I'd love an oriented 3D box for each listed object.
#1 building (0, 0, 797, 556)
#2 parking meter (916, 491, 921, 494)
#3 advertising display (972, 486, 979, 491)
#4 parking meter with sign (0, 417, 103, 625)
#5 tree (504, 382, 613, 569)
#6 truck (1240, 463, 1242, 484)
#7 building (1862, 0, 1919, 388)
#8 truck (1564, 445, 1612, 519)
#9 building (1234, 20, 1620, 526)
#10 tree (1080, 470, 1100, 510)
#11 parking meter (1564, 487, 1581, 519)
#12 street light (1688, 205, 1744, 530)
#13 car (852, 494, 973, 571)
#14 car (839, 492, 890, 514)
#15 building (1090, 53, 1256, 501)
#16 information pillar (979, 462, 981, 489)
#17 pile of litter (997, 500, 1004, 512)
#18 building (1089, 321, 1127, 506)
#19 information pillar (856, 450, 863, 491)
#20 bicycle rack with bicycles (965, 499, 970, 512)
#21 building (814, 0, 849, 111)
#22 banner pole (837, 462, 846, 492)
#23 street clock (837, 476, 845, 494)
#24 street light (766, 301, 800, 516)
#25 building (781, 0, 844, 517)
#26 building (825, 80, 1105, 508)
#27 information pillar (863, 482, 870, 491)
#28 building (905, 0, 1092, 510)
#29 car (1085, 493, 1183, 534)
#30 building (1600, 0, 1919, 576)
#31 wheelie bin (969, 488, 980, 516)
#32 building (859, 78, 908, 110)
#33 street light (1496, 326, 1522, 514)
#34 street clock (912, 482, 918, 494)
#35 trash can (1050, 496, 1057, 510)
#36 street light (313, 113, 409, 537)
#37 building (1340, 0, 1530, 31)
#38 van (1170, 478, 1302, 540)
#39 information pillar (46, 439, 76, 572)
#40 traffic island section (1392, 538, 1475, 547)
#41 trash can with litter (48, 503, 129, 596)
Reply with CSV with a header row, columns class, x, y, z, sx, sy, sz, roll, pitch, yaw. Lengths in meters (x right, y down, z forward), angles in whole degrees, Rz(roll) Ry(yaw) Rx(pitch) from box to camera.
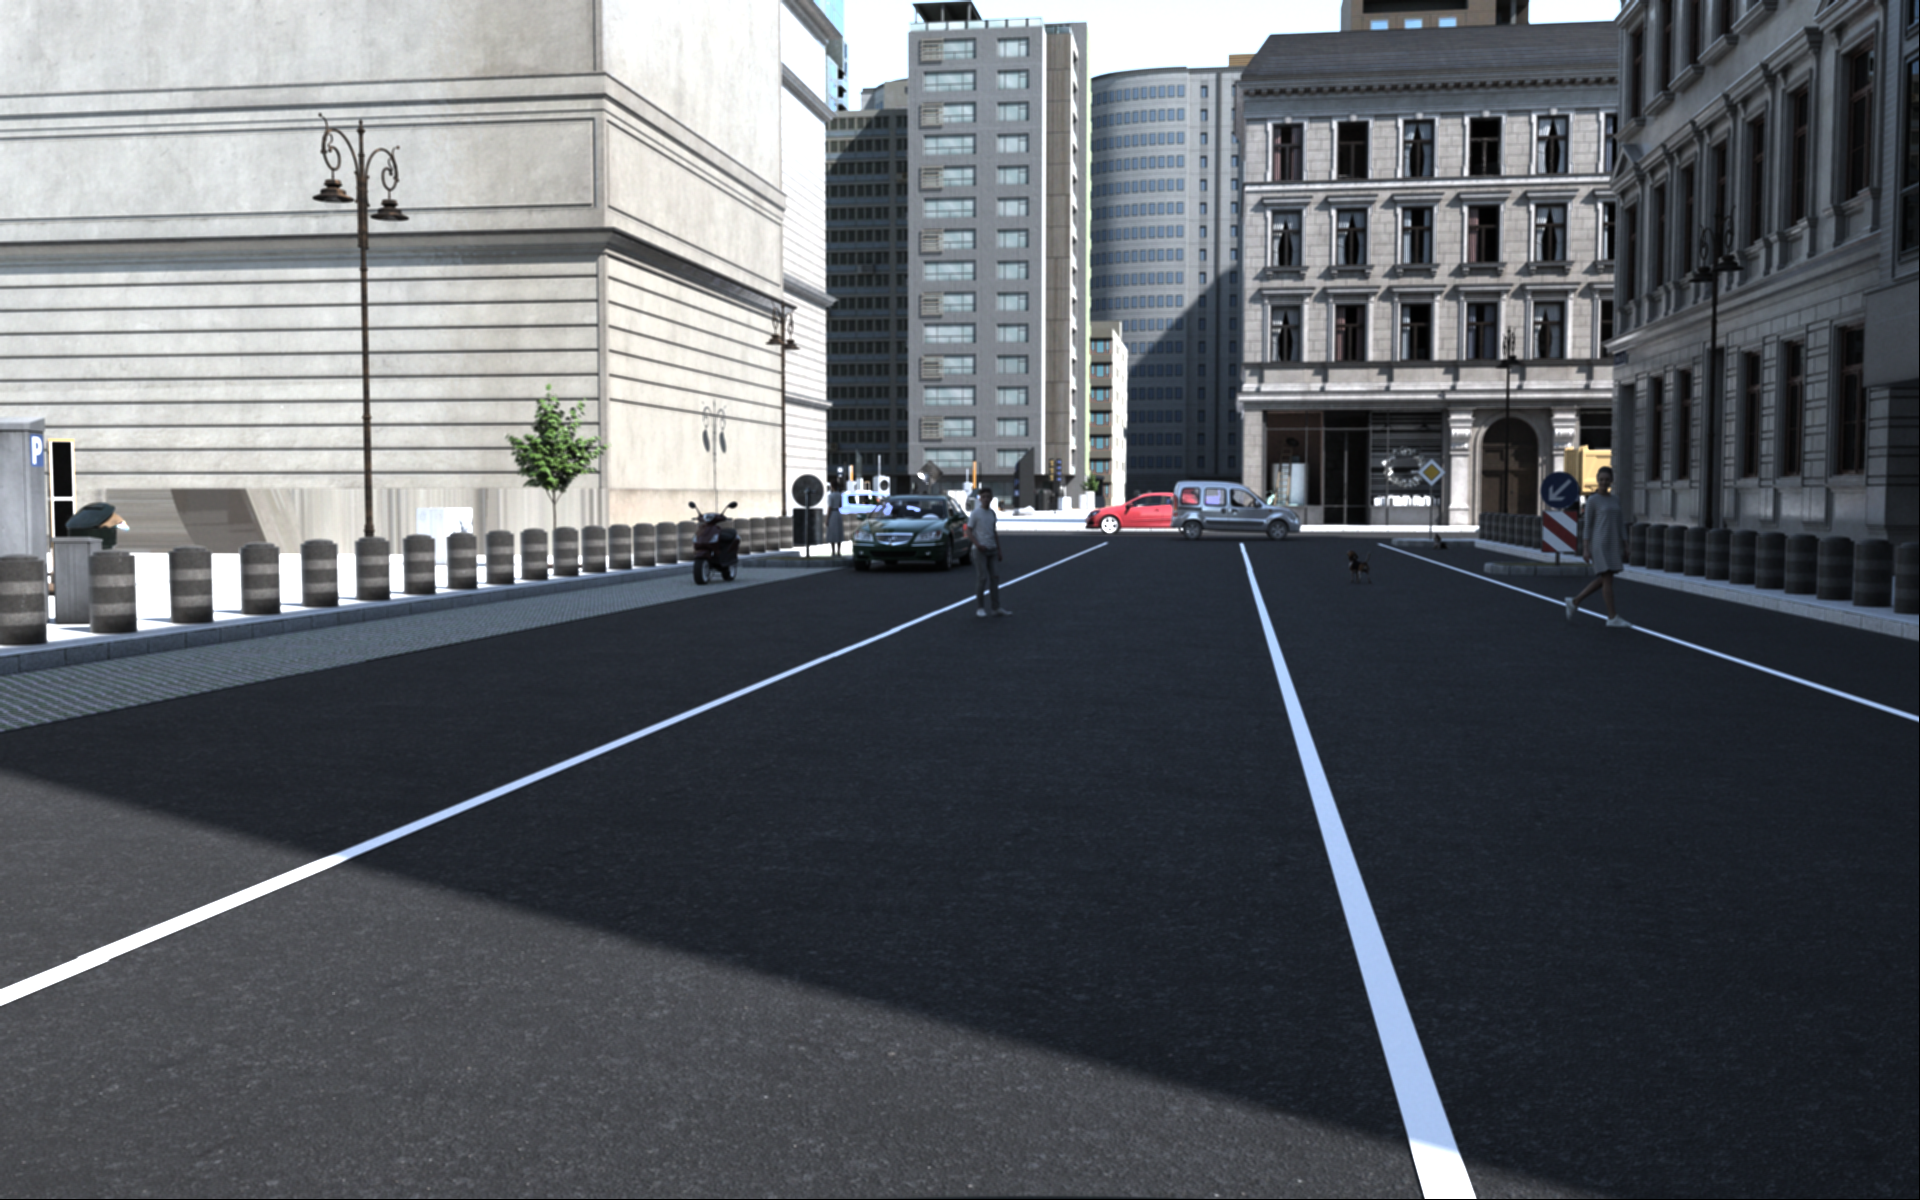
class,x,y,z,sx,sy,sz,roll,pitch,yaw
building,-20.201,-12.909,44.342,30.059,22.955,16.112,1,4,9
parking meter,-3.150,-7.521,131.374,0.372,1.533,0.369,0,3,0
advertising display,1.211,-7.758,132.063,0.123,1.923,0.974,-2,4,-34
parking meter with sign,-9.402,-1.268,16.994,1.738,3.016,0.543,0,4,-7
tree,-7.168,-2.172,30.112,1.663,3.219,1.824,0,3,0
truck,27.068,-10.396,158.881,2.839,4.237,11.283,1,4,10
building,48.529,-15.352,70.079,30.058,24.678,14.314,1,4,9
truck,26.766,-4.016,61.589,9.791,3.379,3.469,0,4,7
building,13.437,-13.647,74.035,40.483,20.767,10.553,1,4,9
tree,10.552,-8.945,140.844,1.663,3.219,1.824,0,3,0
parking meter,14.864,-2.059,42.079,0.372,1.533,0.369,0,3,0
street light,12.191,-3.381,28.064,0.468,5.910,1.993,1,4,9
car,-0.854,-1.353,33.915,2.131,1.459,4.920,1,4,9
car,-3.108,-3.501,66.841,3.694,1.707,1.945,1,4,10
building,29.220,-42.485,236.626,28.212,58.520,21.231,1,4,9
information pillar,1.465,-8.251,126.250,0.183,3.616,0.504,0,4,0
pile of litter,2.827,-6.961,127.778,1.176,0.858,1.719,0,3,0
building,3.691,-21.497,196.515,28.899,21.520,27.650,1,4,9
information pillar,-5.294,-6.091,90.936,0.183,3.616,0.504,-3,5,-40
bicycle rack with bicycles,0.114,-6.597,121.239,2.925,0.926,2.852,0,4,-6
building,-28.728,-57.038,245.240,31.000,86.520,22.319,1,4,9
banner pole,-9.264,-8.943,136.227,0.863,3.779,0.401,-1,4,-21
street clock,-4.888,-4.063,70.996,0.358,2.002,0.471,-1,4,-15
street light,-4.227,-4.203,41.510,0.468,5.910,1.993,1,4,9
building,-18.392,-17.861,79.424,23.554,28.519,14.401,1,4,9
building,-2.527,-29.043,166.738,32.217,40.220,23.993,1,4,9
information pillar,-5.570,-6.015,102.838,0.304,2.012,0.304,-2,4,-30
building,3.540,-28.316,146.557,14.154,41.232,14.086,1,4,9
car,6.734,-3.254,62.238,4.494,1.783,2.155,1,4,8
building,20.900,-12.183,35.349,11.583,22.565,21.152,1,4,9
wheelie bin,0.927,-5.426,96.615,0.693,1.594,0.980,-2,4,-35
building,0.891,-42.723,240.515,28.212,58.520,21.231,1,4,9
street light,15.109,-4.590,47.829,0.468,5.910,1.993,1,4,9
street clock,-2.754,-6.171,105.460,0.358,2.002,0.471,-1,4,-18
trash can,7.359,-7.685,137.296,0.748,1.137,0.748,0,3,0
street light,-7.398,-2.983,21.557,0.468,5.910,1.993,1,4,9
building,38.691,-30.163,143.269,14.600,45.320,14.200,1,4,9
van,8.702,-2.916,54.693,4.112,2.044,2.013,0,4,8
information pillar,-12.073,-1.150,23.294,0.304,2.012,0.304,-2,4,-34
traffic island section,13.221,-1.610,48.598,2.009,0.180,2.903,1,4,9
trash can with litter,-11.237,-0.663,22.221,0.624,1.170,1.055,1,4,9
